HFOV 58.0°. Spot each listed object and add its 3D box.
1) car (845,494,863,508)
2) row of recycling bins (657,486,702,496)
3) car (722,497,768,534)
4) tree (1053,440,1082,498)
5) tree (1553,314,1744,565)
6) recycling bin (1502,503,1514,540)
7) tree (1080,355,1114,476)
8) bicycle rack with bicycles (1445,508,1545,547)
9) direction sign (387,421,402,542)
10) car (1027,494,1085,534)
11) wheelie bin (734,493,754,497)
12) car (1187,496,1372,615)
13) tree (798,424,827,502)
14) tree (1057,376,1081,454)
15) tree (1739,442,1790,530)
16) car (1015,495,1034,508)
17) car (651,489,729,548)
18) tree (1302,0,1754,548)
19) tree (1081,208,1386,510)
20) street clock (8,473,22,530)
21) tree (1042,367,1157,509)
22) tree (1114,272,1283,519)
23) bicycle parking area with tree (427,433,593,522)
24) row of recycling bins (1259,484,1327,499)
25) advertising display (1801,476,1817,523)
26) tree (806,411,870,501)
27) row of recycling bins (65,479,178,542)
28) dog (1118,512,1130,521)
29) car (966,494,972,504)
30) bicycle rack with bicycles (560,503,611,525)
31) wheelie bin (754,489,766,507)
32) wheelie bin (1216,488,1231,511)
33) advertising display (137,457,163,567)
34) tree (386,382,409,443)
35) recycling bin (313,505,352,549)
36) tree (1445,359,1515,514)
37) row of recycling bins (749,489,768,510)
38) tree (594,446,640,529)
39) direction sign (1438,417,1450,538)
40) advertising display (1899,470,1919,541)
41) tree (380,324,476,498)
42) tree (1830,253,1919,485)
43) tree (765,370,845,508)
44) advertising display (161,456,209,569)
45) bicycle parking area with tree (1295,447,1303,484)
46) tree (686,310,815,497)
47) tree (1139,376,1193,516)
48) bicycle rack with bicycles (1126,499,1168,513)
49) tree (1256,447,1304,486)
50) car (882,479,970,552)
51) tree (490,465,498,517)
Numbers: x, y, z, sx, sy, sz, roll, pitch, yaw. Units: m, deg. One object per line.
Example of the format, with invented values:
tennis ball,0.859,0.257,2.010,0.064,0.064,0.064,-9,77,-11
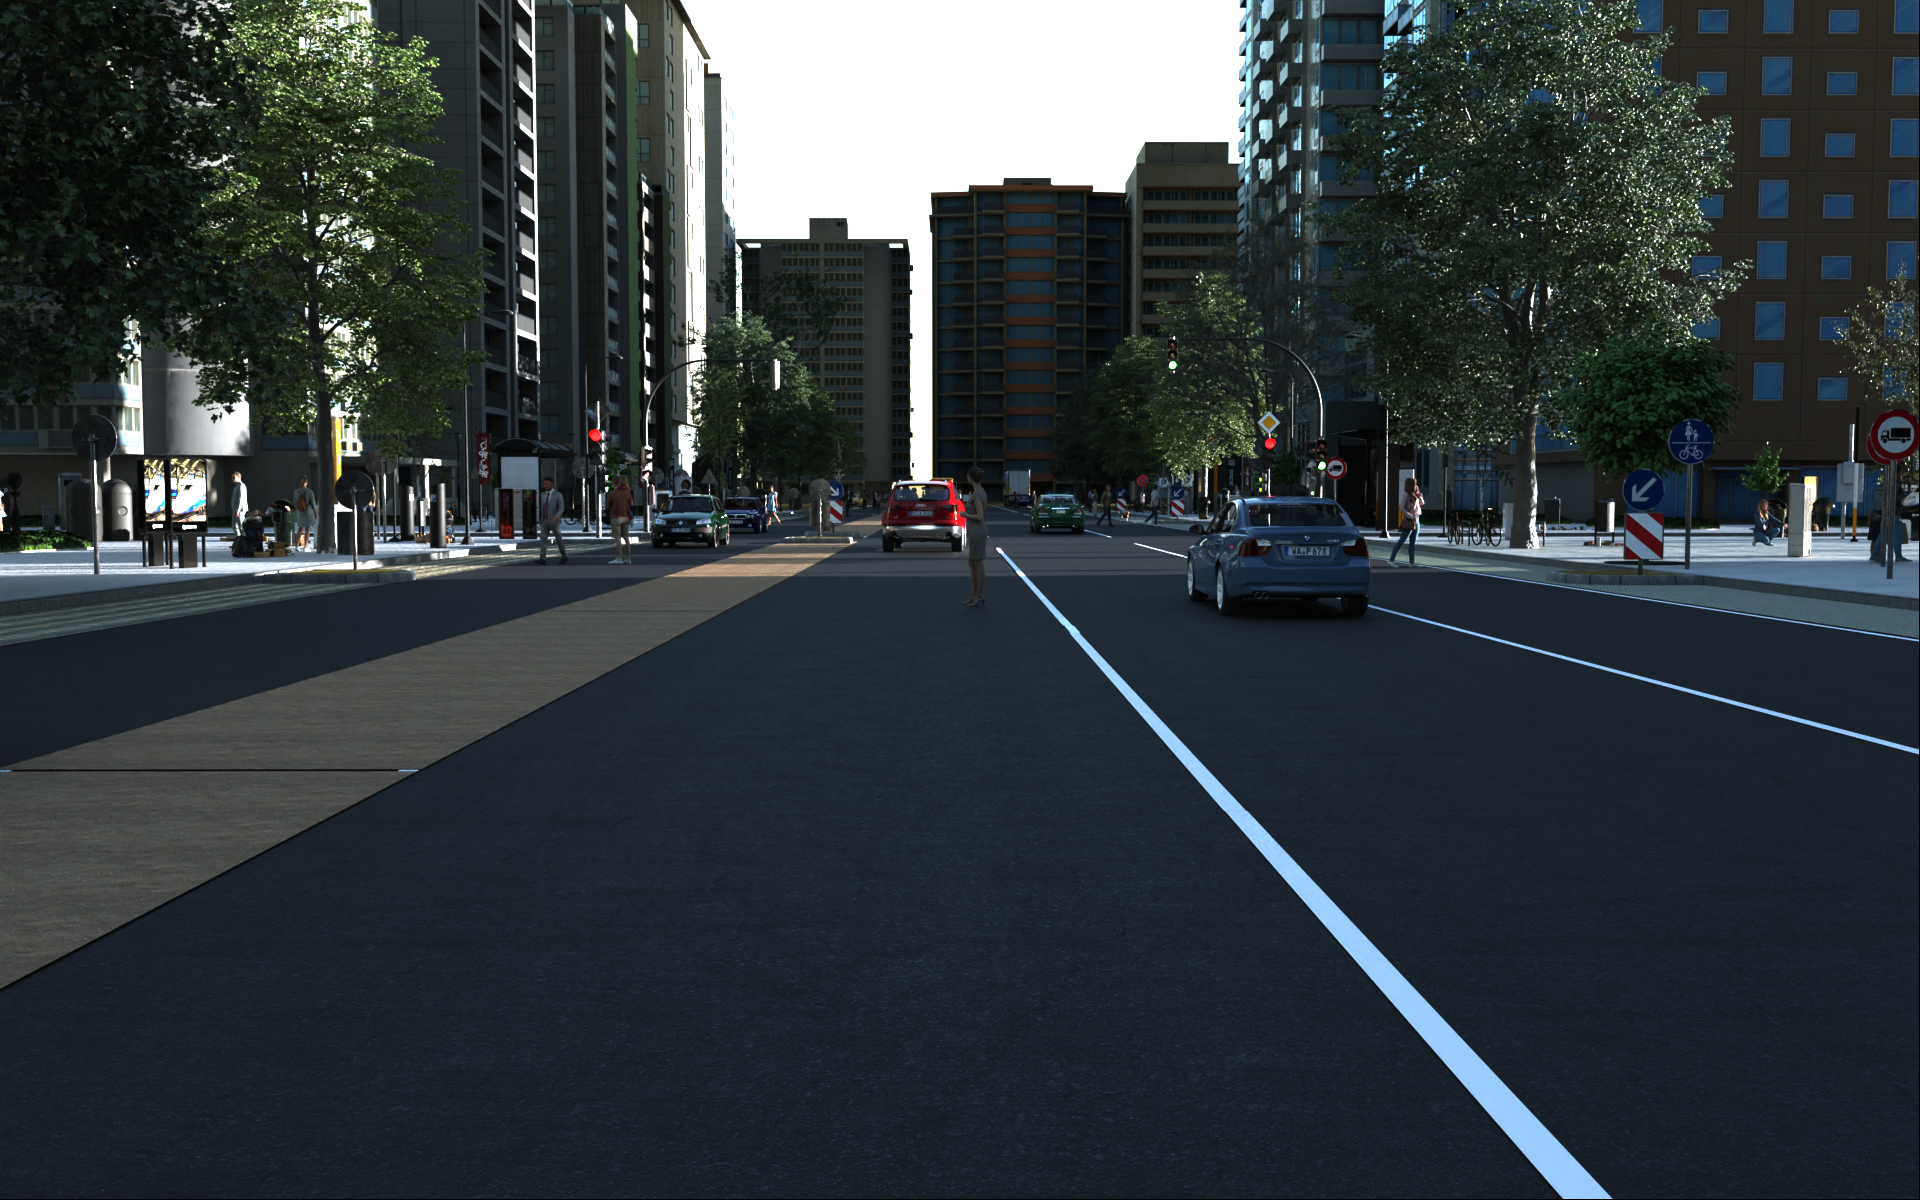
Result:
car,-11.297,-10.642,184.217,2.015,1.641,3.980,0,4,1
row of recycling bins,-14.683,-5.110,90.657,1.069,1.692,3.534,-3,5,-44
car,-8.110,-3.152,64.114,1.945,1.354,3.894,0,4,-1
tree,11.598,-13.867,177.089,4.737,8.622,4.395,0,3,0
tree,12.547,-2.937,31.732,4.285,4.588,4.351,0,3,0
recycling bin,15.617,-2.200,48.523,0.722,1.027,0.722,1,4,11
tree,12.330,-12.560,123.485,7.486,12.596,7.792,0,3,0
bicycle rack with bicycles,13.448,-1.831,43.322,2.852,0.926,2.925,1,4,12
direction sign,-15.187,-3.330,46.448,0.379,3.537,0.876,-3,4,-37
car,3.567,-3.185,63.878,2.131,1.459,4.920,0,4,0
wheelie bin,-12.989,-5.816,102.992,0.693,1.594,0.980,2,4,27
car,3.945,-0.598,21.776,2.014,1.417,4.499,0,4,0
tree,-14.621,-13.567,172.184,4.737,8.622,4.395,0,3,0
tree,12.825,-13.958,138.586,12.009,13.543,11.850,0,3,0
tree,29.211,-4.153,62.505,1.663,3.219,1.824,0,3,0
car,6.594,-10.009,176.231,1.945,1.354,3.894,0,4,0
car,-7.385,-2.312,47.593,2.009,1.686,4.222,0,4,-1
tree,13.297,-8.203,40.769,9.857,13.997,8.962,0,3,0
tree,13.030,-9.998,73.834,12.009,13.543,11.850,0,3,0
street clock,-32.090,-3.319,58.833,0.358,2.002,0.471,0,4,1
tree,12.716,-14.350,151.626,9.611,12.733,9.660,0,3,0
tree,12.753,-10.421,88.512,7.486,12.596,7.792,0,3,0
bicycle parking area with tree,-20.973,-5.803,81.883,8.231,4.147,9.016,0,4,5
row of recycling bins,13.266,-3.798,69.218,1.069,1.692,3.534,-2,4,-32
advertising display,30.896,-3.538,63.056,0.974,1.923,0.123,-3,4,-38
tree,-14.146,-16.541,204.861,7.601,10.594,8.767,-1,4,-14
row of recycling bins,-22.777,-2.476,47.598,1.069,1.692,3.534,2,4,30
dog,8.683,-4.429,91.706,0.406,0.507,0.540,3,5,39
car,1.505,-10.970,188.157,1.959,1.807,4.718,0,4,0
bicycle rack with bicycles,-15.684,-3.628,72.697,2.925,0.926,2.852,1,4,21
wheelie bin,-13.532,-6.678,117.099,0.980,1.594,0.693,3,5,40
wheelie bin,13.677,-5.001,89.681,0.693,1.594,0.980,2,4,29
advertising display,-14.332,-1.567,30.827,0.123,1.923,0.974,0,4,1
tree,-34.038,-9.118,99.438,4.737,8.622,4.395,0,3,0
recycling bin,-14.681,-1.719,40.653,0.722,1.027,0.722,3,5,40
tree,23.365,-7.752,77.106,4.360,8.622,3.978,0,3,0
row of recycling bins,-15.230,-7.552,130.581,1.069,1.692,3.534,-1,4,-18
tree,-12.839,-4.206,63.376,1.663,3.219,1.824,0,3,0
direction sign,14.291,-3.611,51.030,0.379,3.537,0.876,0,4,6
advertising display,26.173,-2.571,47.254,0.974,1.923,0.123,1,4,20
tree,-22.959,-7.541,73.654,4.360,8.622,3.978,0,3,0
tree,24.129,-5.648,42.715,4.360,8.622,3.978,0,3,0
tree,-13.955,-14.470,154.703,7.486,12.596,7.792,0,3,0
advertising display,-13.422,-1.520,30.066,0.123,1.923,0.974,1,4,14
bicycle parking area with tree,21.277,-7.404,108.060,9.016,4.147,8.231,2,4,26
tree,-14.180,-13.015,119.452,9.857,13.997,8.962,0,3,0
tree,12.314,-9.263,101.813,4.737,8.622,4.395,0,3,0
bicycle rack with bicycles,12.600,-6.615,121.538,2.852,0.926,2.925,-2,4,-29
tree,22.276,-8.361,120.418,4.285,4.588,4.351,0,3,0
car,-0.883,-2.200,44.640,2.281,1.827,5.304,0,4,1
tree,-26.201,-6.396,99.184,1.663,3.219,1.824,0,3,0
